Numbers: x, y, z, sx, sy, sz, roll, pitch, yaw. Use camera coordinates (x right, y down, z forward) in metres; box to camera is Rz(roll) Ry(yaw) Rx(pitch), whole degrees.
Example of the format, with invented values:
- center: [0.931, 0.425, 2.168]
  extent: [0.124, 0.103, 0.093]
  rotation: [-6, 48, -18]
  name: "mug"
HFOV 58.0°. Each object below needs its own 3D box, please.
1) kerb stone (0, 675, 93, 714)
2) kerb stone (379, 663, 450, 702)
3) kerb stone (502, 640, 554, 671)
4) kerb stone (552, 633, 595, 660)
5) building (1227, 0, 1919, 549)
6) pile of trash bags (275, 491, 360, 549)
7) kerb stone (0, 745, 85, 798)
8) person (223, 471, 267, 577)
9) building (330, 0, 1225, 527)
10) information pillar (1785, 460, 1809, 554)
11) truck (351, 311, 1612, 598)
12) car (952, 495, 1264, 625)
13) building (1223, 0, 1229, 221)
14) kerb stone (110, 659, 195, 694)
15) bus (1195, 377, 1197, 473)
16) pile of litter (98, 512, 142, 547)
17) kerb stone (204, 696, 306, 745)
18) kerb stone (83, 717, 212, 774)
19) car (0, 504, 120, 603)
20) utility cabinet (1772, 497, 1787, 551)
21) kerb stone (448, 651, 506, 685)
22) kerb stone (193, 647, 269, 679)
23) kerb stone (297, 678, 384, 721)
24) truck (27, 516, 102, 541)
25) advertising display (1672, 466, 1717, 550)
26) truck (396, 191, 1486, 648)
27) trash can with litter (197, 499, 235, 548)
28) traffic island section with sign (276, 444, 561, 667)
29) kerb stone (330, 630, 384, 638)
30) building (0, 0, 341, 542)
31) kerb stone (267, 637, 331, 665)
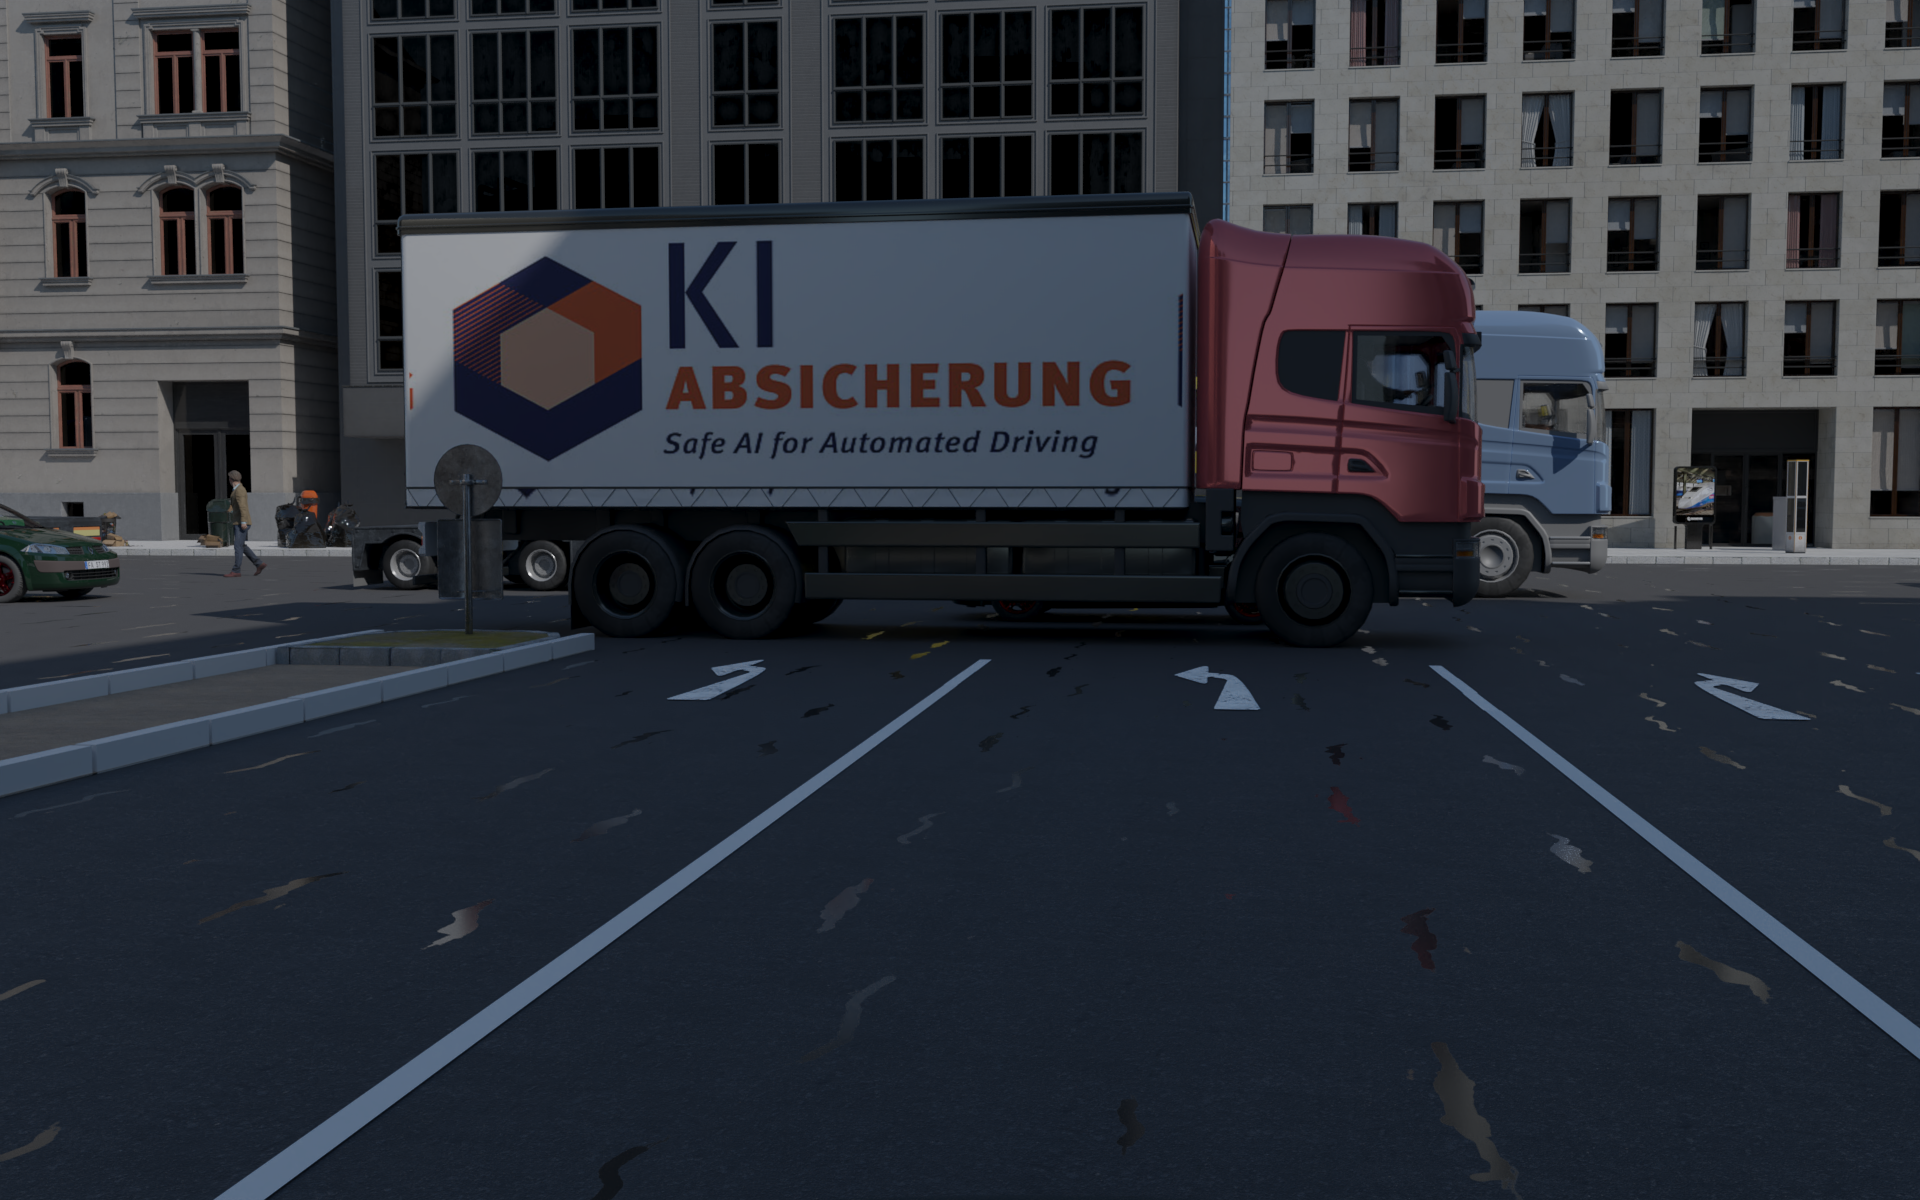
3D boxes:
- center: [-6.169, 0.639, 11.784]
  extent: [0.120, 0.150, 1.000]
  rotation: [1, 4, 8]
  name: "kerb stone"
- center: [-3.956, 0.598, 12.427]
  extent: [0.120, 0.150, 1.000]
  rotation: [1, 4, 8]
  name: "kerb stone"
- center: [-3.656, 0.473, 14.457]
  extent: [0.120, 0.150, 1.000]
  rotation: [1, 4, 8]
  name: "kerb stone"
- center: [-3.500, 0.412, 15.470]
  extent: [0.120, 0.150, 1.000]
  rotation: [1, 4, 8]
  name: "kerb stone"
- center: [15.612, -11.685, 45.806]
  extent: [16.860, 20.320, 10.420]
  rotation: [1, 4, 8]
  name: "building"
- center: [-15.789, -2.001, 42.468]
  extent: [1.912, 1.369, 3.447]
  rotation: [-2, 4, -28]
  name: "pile of trash bags"
- center: [-4.562, 0.849, 8.355]
  extent: [0.120, 0.150, 1.000]
  rotation: [1, 4, 8]
  name: "kerb stone"
- center: [-12.479, -1.327, 30.109]
  extent: [0.656, 1.842, 0.836]
  rotation: [3, 4, 37]
  name: "person"
- center: [-4.357, -15.703, 50.248]
  extent: [24.014, 27.812, 14.314]
  rotation: [1, 4, 8]
  name: "building"
- center: [18.079, -2.014, 37.420]
  extent: [0.304, 2.012, 0.304]
  rotation: [-1, 4, -12]
  name: "information pillar"
- center: [0.410, -2.197, 25.675]
  extent: [18.799, 4.110, 2.967]
  rotation: [0, 4, 7]
  name: "truck"
- center: [1.991, -0.622, 19.949]
  extent: [4.222, 1.686, 2.009]
  rotation: [1, 4, 10]
  name: "car"
- center: [30.357, -54.792, 208.522]
  extent: [31.000, 86.520, 22.319]
  rotation: [1, 4, 8]
  name: "building"
- center: [-6.024, 0.579, 12.811]
  extent: [0.120, 0.150, 1.000]
  rotation: [1, 4, 8]
  name: "kerb stone"
- center: [-0.450, -2.536, 33.002]
  extent: [12.252, 3.916, 2.896]
  rotation: [0, 4, 6]
  name: "bus"
- center: [-20.940, -1.737, 42.368]
  extent: [1.719, 0.858, 1.176]
  rotation: [1, 4, 15]
  name: "pile of litter"
- center: [-4.253, 0.726, 10.384]
  extent: [0.120, 0.150, 1.000]
  rotation: [1, 4, 8]
  name: "kerb stone"
- center: [-4.405, 0.785, 9.368]
  extent: [0.120, 0.150, 1.000]
  rotation: [1, 4, 8]
  name: "kerb stone"
- center: [-13.709, -0.846, 23.621]
  extent: [4.222, 1.686, 2.009]
  rotation: [0, 4, 7]
  name: "car"
- center: [18.824, -1.731, 39.462]
  extent: [0.306, 1.237, 1.020]
  rotation: [1, 4, 9]
  name: "utility cabinet"
- center: [-3.809, 0.538, 13.444]
  extent: [0.120, 0.150, 1.000]
  rotation: [1, 4, 8]
  name: "kerb stone"
- center: [-5.872, 0.512, 13.836]
  extent: [0.120, 0.150, 1.000]
  rotation: [1, 4, 8]
  name: "kerb stone"
- center: [-4.107, 0.660, 11.402]
  extent: [0.120, 0.150, 1.000]
  rotation: [1, 4, 8]
  name: "kerb stone"
- center: [-27.708, -2.868, 36.655]
  extent: [18.799, 4.110, 2.967]
  rotation: [0, 4, 7]
  name: "truck"
- center: [16.985, -2.132, 40.068]
  extent: [0.974, 1.923, 0.123]
  rotation: [0, 4, -3]
  name: "advertising display"
- center: [0.111, -1.758, 17.650]
  extent: [11.283, 4.237, 2.839]
  rotation: [1, 4, 10]
  name: "truck"
- center: [-18.481, -1.933, 42.997]
  extent: [1.055, 1.170, 0.624]
  rotation: [1, 4, 18]
  name: "trash can with litter"
- center: [-4.587, -0.436, 15.258]
  extent: [2.006, 1.907, 1.989]
  rotation: [1, 4, 8]
  name: "traffic island section with sign"
- center: [-5.567, 0.387, 15.870]
  extent: [0.120, 0.150, 1.000]
  rotation: [1, 4, 8]
  name: "kerb stone"
- center: [-28.302, -16.286, 53.664]
  extent: [23.554, 28.519, 14.401]
  rotation: [1, 4, 8]
  name: "building"
- center: [-5.729, 0.449, 14.850]
  extent: [0.120, 0.150, 1.000]
  rotation: [1, 4, 8]
  name: "kerb stone"
